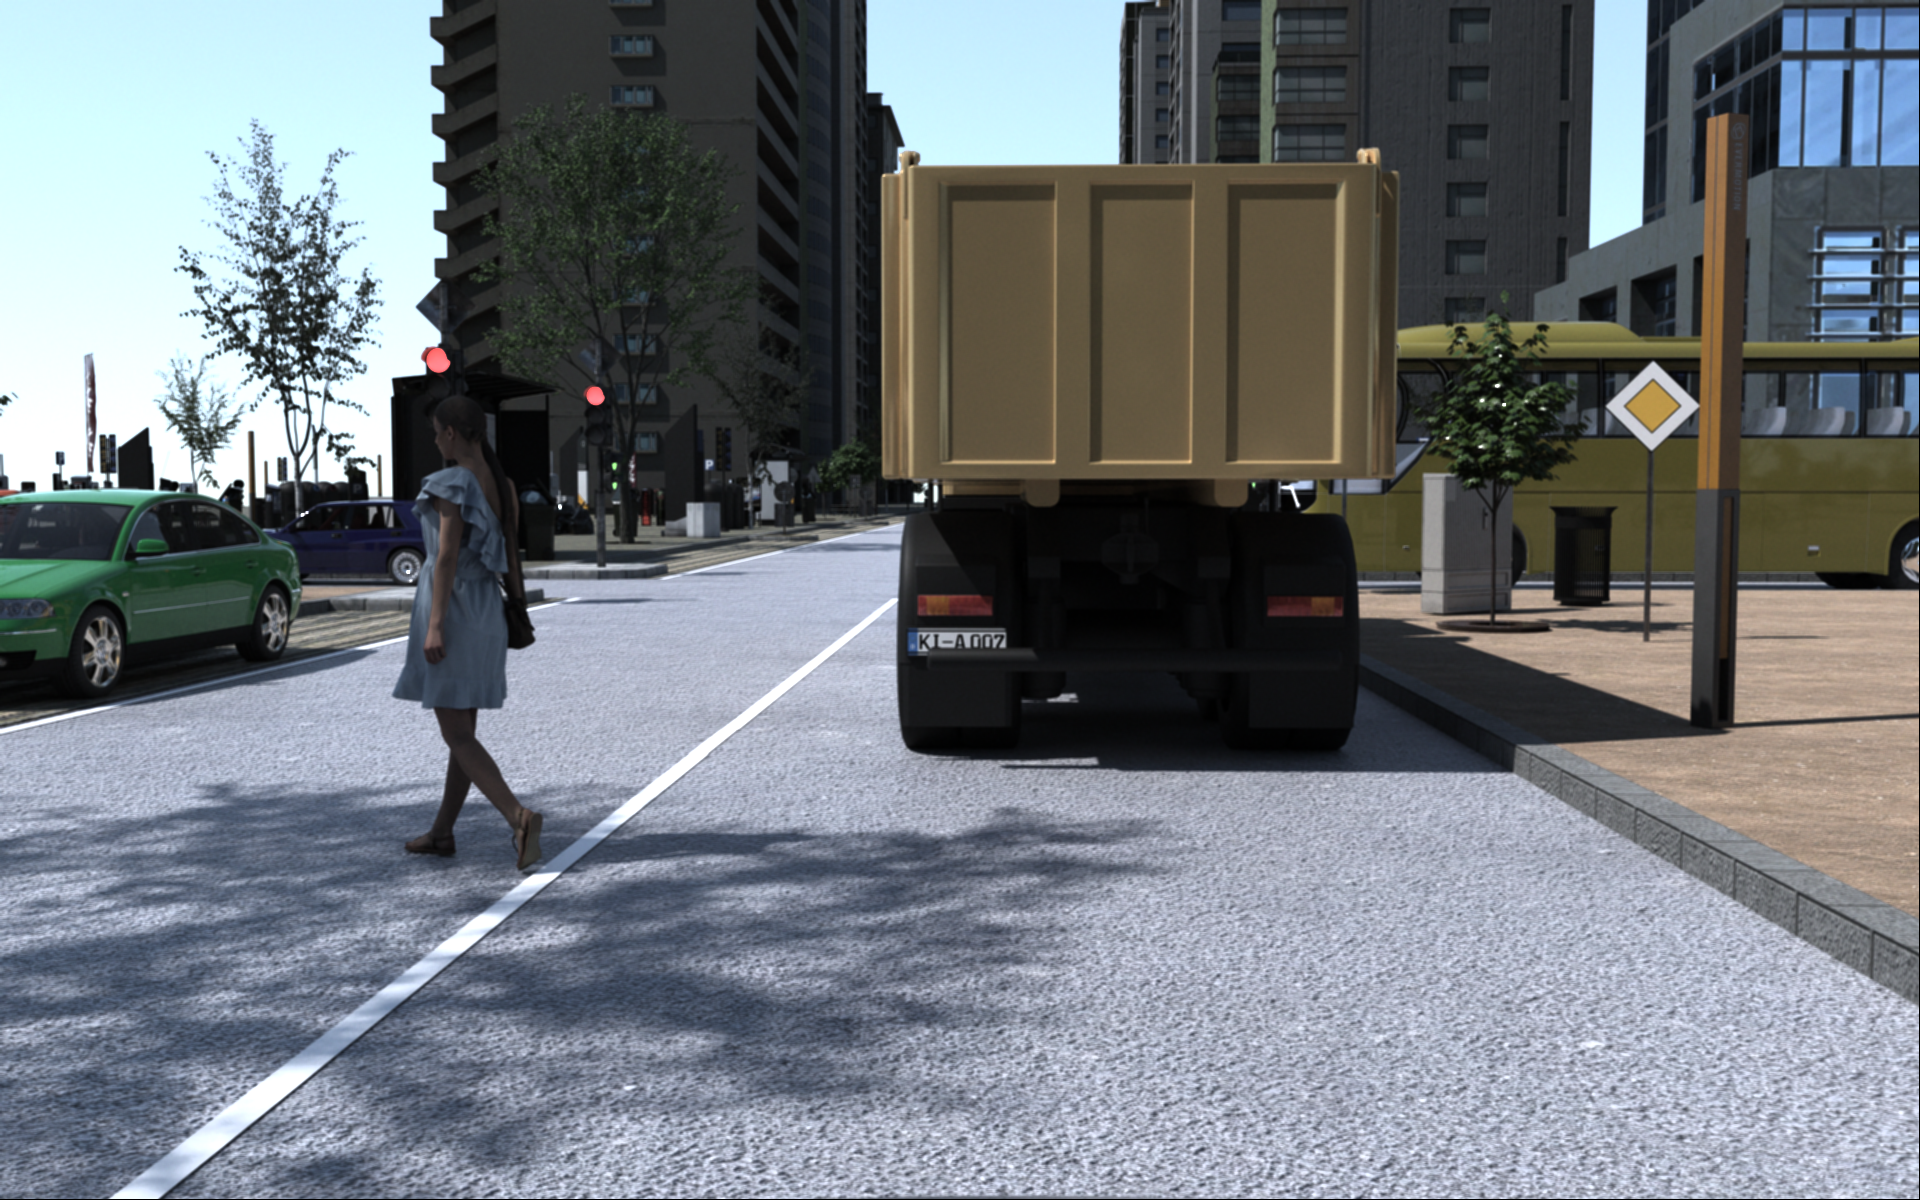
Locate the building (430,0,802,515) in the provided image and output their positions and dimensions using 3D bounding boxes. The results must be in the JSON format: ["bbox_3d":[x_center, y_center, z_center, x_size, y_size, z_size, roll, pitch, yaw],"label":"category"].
[{"bbox_3d":[-22.698,-30.129,116.313,21.300,48.544,21.600,0,4,2],"label":"building"}]

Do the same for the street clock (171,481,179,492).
[{"bbox_3d":[-44.564,-5.732,98.285,0.358,2.002,0.471,2,4,25],"label":"street clock"}]

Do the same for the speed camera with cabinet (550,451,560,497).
[{"bbox_3d":[-18.559,-5.267,80.453,0.660,3.252,2.038,2,4,32],"label":"speed camera with cabinet"}]

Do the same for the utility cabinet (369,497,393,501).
[{"bbox_3d":[-14.776,-2.045,44.594,1.020,1.237,0.306,2,4,34],"label":"utility cabinet"}]

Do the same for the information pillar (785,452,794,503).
[{"bbox_3d":[-9.476,-6.408,96.126,0.504,3.616,0.183,0,4,7],"label":"information pillar"}]

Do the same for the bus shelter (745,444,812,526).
[{"bbox_3d":[-7.519,-4.790,72.237,2.014,3.302,5.546,0,4,2],"label":"bus shelter"}]

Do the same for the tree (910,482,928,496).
[{"bbox_3d":[-3.663,-9.892,156.337,1.663,3.219,1.824,0,3,0],"label":"tree"}]

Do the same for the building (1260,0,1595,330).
[{"bbox_3d":[21.236,-24.428,82.987,14.154,41.232,14.086,0,4,2],"label":"building"}]

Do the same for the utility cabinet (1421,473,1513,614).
[{"bbox_3d":[5.476,-0.610,18.646,1.173,1.500,0.318,-3,4,-37],"label":"utility cabinet"}]

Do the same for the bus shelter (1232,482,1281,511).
[{"bbox_3d":[6.557,-2.801,37.083,1.731,3.624,6.357,0,4,2],"label":"bus shelter"}]

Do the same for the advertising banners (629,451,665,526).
[{"bbox_3d":[-12.669,-4.515,70.002,2.074,3.025,0.090,2,4,29],"label":"advertising banners"}]

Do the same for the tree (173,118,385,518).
[{"bbox_3d":[-13.161,-5.127,34.184,4.360,8.622,3.978,0,3,0],"label":"tree"}]

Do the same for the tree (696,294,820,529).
[{"bbox_3d":[-7.396,-6.885,62.925,4.360,8.622,3.978,0,3,0],"label":"tree"}]

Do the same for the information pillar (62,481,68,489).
[{"bbox_3d":[-48.636,-5.477,94.048,0.304,2.012,0.304,1,4,23],"label":"information pillar"}]

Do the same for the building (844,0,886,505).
[{"bbox_3d":[-19.505,-47.061,207.704,20.563,71.187,20.611,0,4,2],"label":"building"}]

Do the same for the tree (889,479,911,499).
[{"bbox_3d":[-4.618,-12.326,151.887,4.360,8.622,3.978,0,3,0],"label":"tree"}]

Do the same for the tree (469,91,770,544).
[{"bbox_3d":[-8.636,-7.265,44.542,9.928,11.665,9.643,0,3,0],"label":"tree"}]

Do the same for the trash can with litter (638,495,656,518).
[{"bbox_3d":[-16.615,-5.264,97.118,2.233,1.210,1.678,2,4,30],"label":"trash can with litter"}]

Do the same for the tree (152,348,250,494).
[{"bbox_3d":[-38.798,-8.432,88.221,4.737,8.622,4.395,0,3,0],"label":"tree"}]

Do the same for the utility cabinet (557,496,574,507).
[{"bbox_3d":[-13.078,-2.833,57.483,0.306,1.237,1.020,-2,4,-30],"label":"utility cabinet"}]

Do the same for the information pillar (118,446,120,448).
[{"bbox_3d":[-40.519,-5.664,83.958,0.504,3.616,0.183,0,4,-3],"label":"information pillar"}]

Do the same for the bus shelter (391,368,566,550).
[{"bbox_3d":[-9.741,-2.708,35.553,1.731,3.624,6.357,0,4,2],"label":"bus shelter"}]

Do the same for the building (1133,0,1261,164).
[{"bbox_3d":[31.663,-41.003,212.397,21.231,58.520,28.212,0,4,2],"label":"building"}]

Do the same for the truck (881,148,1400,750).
[{"bbox_3d":[1.021,-1.065,13.345,3.469,3.379,9.791,0,4,2],"label":"truck"}]

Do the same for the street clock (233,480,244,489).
[{"bbox_3d":[-36.193,-5.039,86.952,0.471,2.002,0.358,1,4,11],"label":"street clock"}]

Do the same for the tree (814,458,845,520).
[{"bbox_3d":[-6.696,-5.527,84.974,1.663,3.219,1.824,0,3,0],"label":"tree"}]

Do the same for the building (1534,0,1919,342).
[{"bbox_3d":[32.003,-44.643,42.584,31.000,86.520,22.319,0,4,2],"label":"building"}]

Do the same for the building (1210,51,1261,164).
[{"bbox_3d":[23.576,-21.094,116.581,14.160,30.474,14.107,0,4,2],"label":"building"}]

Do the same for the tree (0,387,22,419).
[{"bbox_3d":[-9.243,-1.232,14.745,1.663,3.219,1.824,0,3,0],"label":"tree"}]

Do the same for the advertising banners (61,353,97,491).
[{"bbox_3d":[-11.338,-1.597,22.302,0.090,3.025,2.074,-3,4,-37],"label":"advertising banners"}]

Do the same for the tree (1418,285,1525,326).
[{"bbox_3d":[17.212,-6.754,60.788,4.360,8.622,3.978,0,3,0],"label":"tree"}]

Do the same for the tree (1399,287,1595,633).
[{"bbox_3d":[5.056,-1.323,16.231,1.663,3.219,1.824,0,3,0],"label":"tree"}]

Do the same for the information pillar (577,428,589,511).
[{"bbox_3d":[-13.419,-4.303,61.713,0.504,3.616,0.183,3,4,38],"label":"information pillar"}]

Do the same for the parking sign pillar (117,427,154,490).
[{"bbox_3d":[-33.234,-4.978,69.856,1.447,3.967,1.447,0,4,5],"label":"parking sign pillar"}]

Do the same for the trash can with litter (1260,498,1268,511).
[{"bbox_3d":[5.942,-1.298,32.277,1.678,1.210,2.233,2,4,27],"label":"trash can with litter"}]

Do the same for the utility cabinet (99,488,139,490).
[{"bbox_3d":[-28.639,-3.081,59.045,1.173,1.500,0.318,-1,4,-14],"label":"utility cabinet"}]

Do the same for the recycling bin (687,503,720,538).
[{"bbox_3d":[-7.489,-2.326,50.582,0.722,1.027,0.722,2,4,35],"label":"recycling bin"}]

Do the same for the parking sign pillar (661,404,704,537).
[{"bbox_3d":[-8.342,-3.912,52.426,1.447,3.967,1.447,3,4,38],"label":"parking sign pillar"}]

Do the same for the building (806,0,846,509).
[{"bbox_3d":[-22.352,-37.604,156.830,21.231,58.520,28.212,0,4,2],"label":"building"}]

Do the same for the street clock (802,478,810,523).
[{"bbox_3d":[-6.801,-4.388,76.309,0.358,2.002,0.471,1,4,9],"label":"street clock"}]

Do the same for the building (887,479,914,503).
[{"bbox_3d":[-14.226,-29.483,253.745,14.160,30.474,14.107,0,4,2],"label":"building"}]

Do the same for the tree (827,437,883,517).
[{"bbox_3d":[-5.934,-6.900,96.522,4.285,4.588,4.351,0,3,0],"label":"tree"}]

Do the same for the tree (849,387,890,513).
[{"bbox_3d":[-5.109,-10.064,114.910,4.737,8.622,4.395,0,3,0],"label":"tree"}]

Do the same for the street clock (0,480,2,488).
[{"bbox_3d":[-45.941,-4.773,82.603,0.471,2.002,0.358,0,4,4],"label":"street clock"}]

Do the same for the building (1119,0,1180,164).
[{"bbox_3d":[31.584,-49.763,251.870,20.563,71.187,20.611,0,4,2],"label":"building"}]

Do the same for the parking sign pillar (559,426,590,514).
[{"bbox_3d":[-15.410,-4.938,69.212,1.447,3.967,1.447,3,4,37],"label":"parking sign pillar"}]

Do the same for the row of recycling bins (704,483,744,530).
[{"bbox_3d":[-8.646,-3.444,63.428,1.069,1.692,3.534,1,4,8],"label":"row of recycling bins"}]

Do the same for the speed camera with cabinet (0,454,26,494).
[{"bbox_3d":[-47.087,-5.587,85.679,0.660,3.252,2.038,0,4,6],"label":"speed camera with cabinet"}]

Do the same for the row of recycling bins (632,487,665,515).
[{"bbox_3d":[-18.647,-6.006,105.305,3.534,1.692,1.069,1,4,19],"label":"row of recycling bins"}]

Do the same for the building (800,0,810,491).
[{"bbox_3d":[-19.657,-27.636,135.448,14.154,41.232,14.086,0,4,2],"label":"building"}]

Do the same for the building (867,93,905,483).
[{"bbox_3d":[-22.480,-39.338,232.414,28.713,52.752,27.495,0,4,2],"label":"building"}]

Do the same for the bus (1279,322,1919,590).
[{"bbox_3d":[10.652,-2.062,25.262,12.252,3.916,2.896,0,4,1],"label":"bus"}]

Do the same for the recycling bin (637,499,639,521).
[{"bbox_3d":[-15.760,-4.270,82.366,0.722,1.027,0.722,-3,4,-38],"label":"recycling bin"}]

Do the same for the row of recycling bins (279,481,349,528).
[{"bbox_3d":[-20.702,-2.972,55.697,1.069,1.692,3.534,1,4,13],"label":"row of recycling bins"}]
